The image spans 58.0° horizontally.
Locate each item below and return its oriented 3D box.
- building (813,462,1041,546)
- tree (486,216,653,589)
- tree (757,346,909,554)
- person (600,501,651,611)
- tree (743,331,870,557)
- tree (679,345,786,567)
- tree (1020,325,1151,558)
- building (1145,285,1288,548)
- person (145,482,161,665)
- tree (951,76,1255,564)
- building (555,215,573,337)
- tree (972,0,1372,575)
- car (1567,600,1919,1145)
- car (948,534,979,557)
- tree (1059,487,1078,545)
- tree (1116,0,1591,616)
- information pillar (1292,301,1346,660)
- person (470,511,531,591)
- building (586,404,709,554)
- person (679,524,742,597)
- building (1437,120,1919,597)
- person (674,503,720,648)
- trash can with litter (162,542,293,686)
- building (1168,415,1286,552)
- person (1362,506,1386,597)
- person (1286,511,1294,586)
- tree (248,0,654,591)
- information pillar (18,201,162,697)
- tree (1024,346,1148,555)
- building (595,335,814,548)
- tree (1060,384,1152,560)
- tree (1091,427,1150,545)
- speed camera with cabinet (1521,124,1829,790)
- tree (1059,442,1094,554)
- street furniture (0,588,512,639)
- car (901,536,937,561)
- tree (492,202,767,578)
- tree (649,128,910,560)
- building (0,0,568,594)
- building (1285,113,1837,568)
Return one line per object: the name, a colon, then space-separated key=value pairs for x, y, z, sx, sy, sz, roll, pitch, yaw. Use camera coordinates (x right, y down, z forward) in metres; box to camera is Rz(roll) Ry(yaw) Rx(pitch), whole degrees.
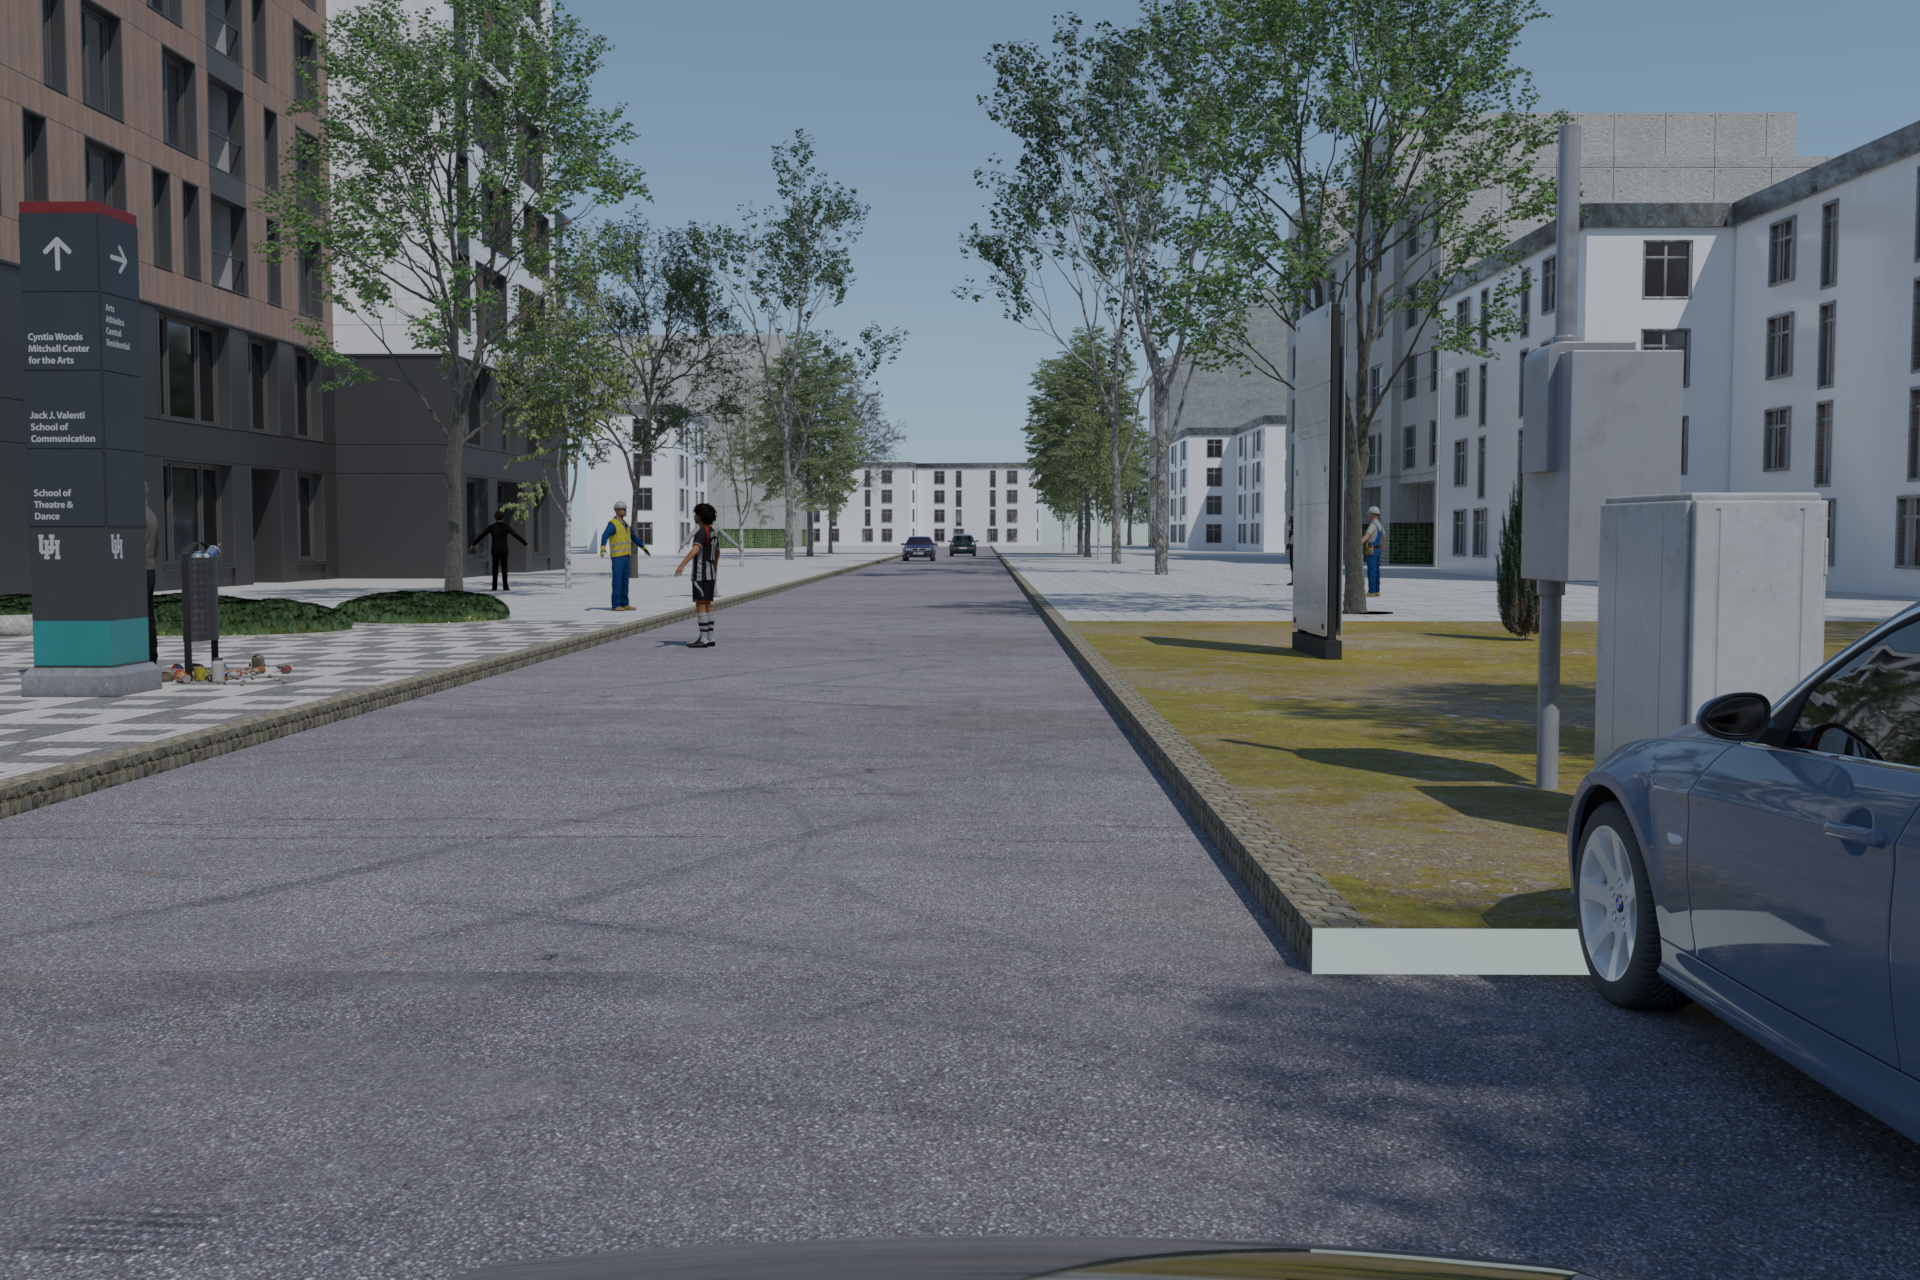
building: x=-4.901 y=-15.753 z=202.173 sx=28.070 sy=9.664 sz=9.099 roll=1 pitch=4 yaw=10
tree: x=-9.265 y=-5.528 z=40.741 sx=4.737 sy=8.622 sz=4.395 roll=0 pitch=3 yaw=0
tree: x=-8.300 y=-12.322 z=111.836 sx=12.009 sy=13.543 sz=11.850 roll=0 pitch=3 yaw=0
person: x=-5.639 y=-1.403 z=28.908 sx=0.705 sy=1.833 sz=1.349 roll=2 pitch=4 yaw=24
tree: x=-8.713 y=-10.974 z=97.549 sx=7.486 sy=12.596 sz=7.792 roll=0 pitch=3 yaw=0
tree: x=-8.361 y=-7.137 z=67.055 sx=4.360 sy=8.622 sz=3.978 roll=0 pitch=3 yaw=0
tree: x=6.749 y=-10.774 z=94.276 sx=7.486 sy=12.596 sz=7.792 roll=0 pitch=3 yaw=0
building: x=27.851 y=-20.265 z=162.269 sx=19.493 sy=23.208 sz=18.063 roll=0 pitch=4 yaw=1
person: x=-7.910 y=-0.642 z=16.633 sx=0.705 sy=1.813 sz=1.348 roll=-1 pitch=4 yaw=-9
tree: x=5.861 y=-13.273 z=72.908 sx=12.611 sy=20.169 sz=13.585 roll=0 pitch=3 yaw=0
building: x=-28.582 y=-14.928 z=74.994 sx=19.493 sy=23.208 sz=18.063 roll=0 pitch=4 yaw=1
tree: x=6.328 y=-12.030 z=52.579 sx=12.611 sy=20.169 sz=13.585 roll=0 pitch=3 yaw=0
car: x=2.817 y=0.504 z=3.769 sx=2.014 sy=1.417 sz=4.499 roll=0 pitch=4 yaw=0
car: x=0.191 y=-6.204 z=111.227 sx=2.009 sy=1.686 sz=4.222 roll=0 pitch=4 yaw=0
tree: x=12.886 y=-15.260 z=199.855 sx=4.360 sy=8.622 sz=3.978 roll=0 pitch=3 yaw=0
tree: x=6.326 y=-6.233 z=27.659 sx=9.928 sy=11.665 sz=9.643 roll=0 pitch=3 yaw=0
information pillar: x=3.798 y=-1.655 z=18.376 sx=0.184 sy=3.620 sz=1.656 roll=0 pitch=4 yaw=-1
person: x=-10.392 y=-2.014 z=39.112 sx=1.347 sy=1.806 sz=0.705 roll=-1 pitch=4 yaw=-8
building: x=-22.783 y=-11.248 z=126.048 sx=9.099 sy=9.664 sz=28.070 roll=0 pitch=4 yaw=0
person: x=-5.092 y=-1.771 z=35.150 sx=1.347 sy=1.806 sz=0.705 roll=-2 pitch=4 yaw=-29
building: x=20.336 y=-6.239 z=44.155 sx=9.099 sy=9.664 sz=28.070 roll=0 pitch=4 yaw=1
person: x=-3.266 y=-0.813 z=21.895 sx=0.704 sy=1.843 sz=1.345 roll=1 pitch=4 yaw=12
trash can with litter: x=-6.595 y=-0.284 z=15.701 sx=1.678 sy=1.210 sz=2.233 roll=0 pitch=4 yaw=2
building: x=22.388 y=-11.882 z=136.410 sx=9.099 sy=9.664 sz=28.070 roll=0 pitch=4 yaw=1
person: x=8.435 y=-1.809 z=35.442 sx=0.705 sy=1.847 sz=1.347 roll=3 pitch=4 yaw=38
person: x=8.310 y=-2.285 z=43.145 sx=0.705 sy=1.856 sz=1.354 roll=1 pitch=4 yaw=16
tree: x=-9.354 y=-6.502 z=32.070 sx=9.928 sy=11.665 sz=9.643 roll=0 pitch=3 yaw=0
information pillar: x=-6.994 y=-1.498 z=13.866 sx=0.750 sy=3.857 sz=0.750 roll=0 pitch=4 yaw=2
tree: x=7.489 y=-11.386 z=104.284 sx=7.486 sy=12.596 sz=7.792 roll=0 pitch=3 yaw=0
building: x=-24.005 y=-18.530 z=169.430 sx=16.747 sy=18.905 sz=31.486 roll=0 pitch=4 yaw=0
tree: x=7.094 y=-8.265 z=85.487 sx=4.737 sy=8.622 sz=4.395 roll=0 pitch=3 yaw=0
tree: x=19.569 y=-17.851 z=198.517 sx=9.857 sy=13.997 sz=8.962 roll=0 pitch=3 yaw=0
speed camera with cabinet: x=3.148 y=-0.824 z=7.808 sx=0.660 sy=3.252 sz=2.038 roll=0 pitch=4 yaw=0
tree: x=6.802 y=-9.876 z=111.838 sx=4.737 sy=8.622 sz=4.395 roll=0 pitch=3 yaw=0
street furniture: x=-11.497 y=-0.498 z=23.767 sx=10.072 sy=0.657 sz=5.734 roll=0 pitch=4 yaw=-6
car: x=-2.163 y=-4.872 z=92.236 sx=1.945 sy=1.354 sz=3.894 roll=0 pitch=4 yaw=0
tree: x=-9.528 y=-7.051 z=49.704 sx=8.767 sy=10.594 sz=7.601 roll=0 pitch=4 yaw=2
tree: x=-8.870 y=-13.923 z=83.528 sx=12.611 sy=20.169 sz=13.585 roll=0 pitch=3 yaw=0
building: x=-28.348 y=-12.410 z=46.881 sx=27.936 sy=21.610 sz=32.646 roll=0 pitch=4 yaw=0
building: x=26.660 y=-13.152 z=81.492 sx=16.747 sy=18.905 sz=31.486 roll=0 pitch=4 yaw=0
